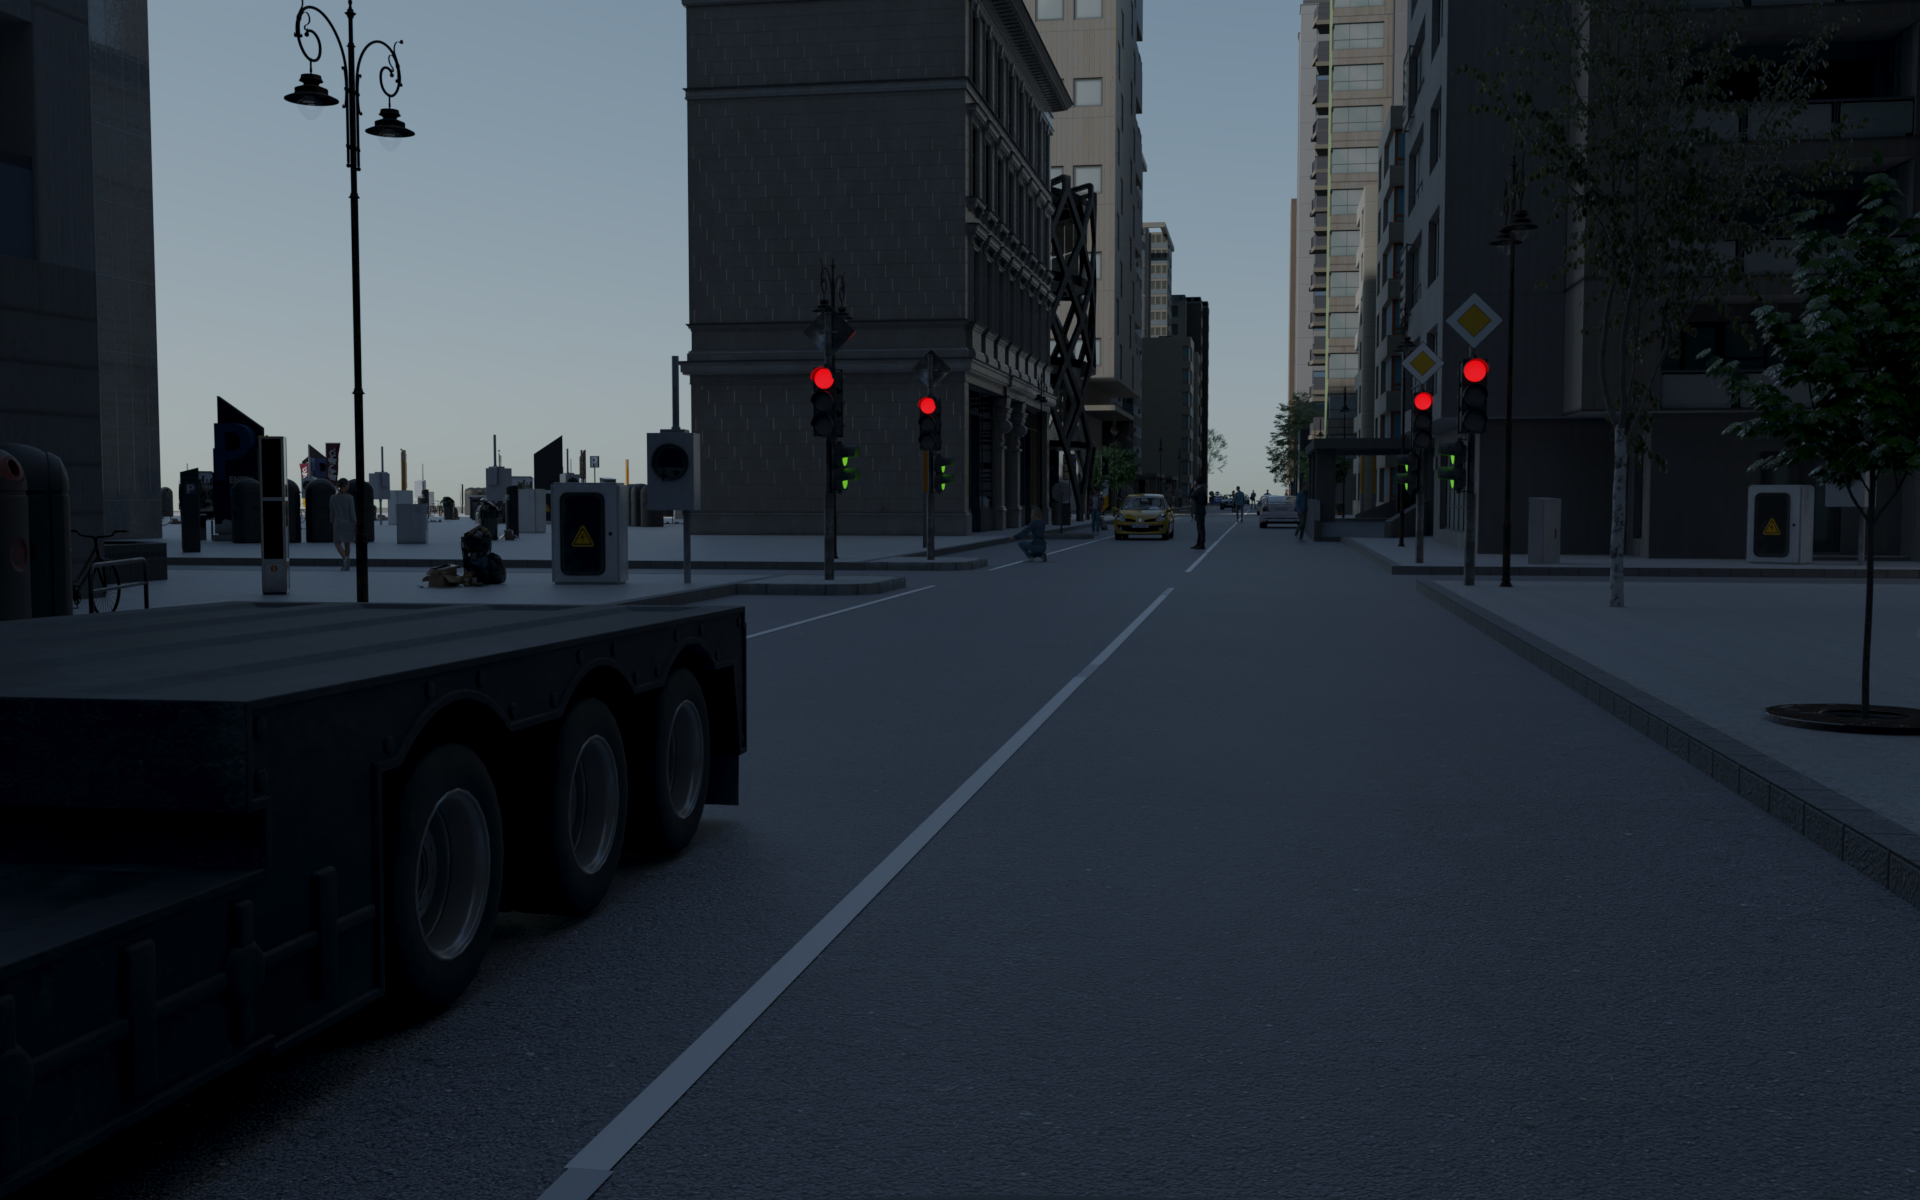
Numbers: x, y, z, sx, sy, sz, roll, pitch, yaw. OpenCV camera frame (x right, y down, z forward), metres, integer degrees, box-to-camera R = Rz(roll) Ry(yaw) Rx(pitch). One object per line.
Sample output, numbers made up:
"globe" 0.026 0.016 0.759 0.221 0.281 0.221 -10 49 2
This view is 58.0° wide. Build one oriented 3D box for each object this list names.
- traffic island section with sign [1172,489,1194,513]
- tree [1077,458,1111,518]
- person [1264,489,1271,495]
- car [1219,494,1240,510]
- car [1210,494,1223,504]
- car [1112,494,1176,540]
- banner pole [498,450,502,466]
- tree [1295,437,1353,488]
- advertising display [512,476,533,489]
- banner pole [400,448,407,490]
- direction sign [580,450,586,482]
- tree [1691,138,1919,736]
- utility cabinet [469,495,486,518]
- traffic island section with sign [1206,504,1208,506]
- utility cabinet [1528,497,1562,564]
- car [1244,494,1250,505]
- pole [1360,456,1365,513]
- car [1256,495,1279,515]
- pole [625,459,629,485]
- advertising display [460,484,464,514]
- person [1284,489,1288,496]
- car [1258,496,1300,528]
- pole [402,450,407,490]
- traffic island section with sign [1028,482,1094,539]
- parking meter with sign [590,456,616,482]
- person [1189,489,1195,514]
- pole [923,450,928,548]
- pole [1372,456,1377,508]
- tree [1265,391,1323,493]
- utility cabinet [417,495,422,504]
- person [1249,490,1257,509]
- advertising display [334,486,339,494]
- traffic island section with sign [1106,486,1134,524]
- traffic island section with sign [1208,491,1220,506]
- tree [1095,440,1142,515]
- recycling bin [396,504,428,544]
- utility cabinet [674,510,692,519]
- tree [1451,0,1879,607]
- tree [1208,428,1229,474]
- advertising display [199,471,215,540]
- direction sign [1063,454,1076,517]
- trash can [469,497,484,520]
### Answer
"traffic island section with sign" 16.693 -7.539 131.885 1.989 1.847 2.006 1 4 10
"tree" 7.260 -5.995 92.613 1.663 3.219 1.824 0 3 0
"person" 25.079 -8.112 141.217 1.350 1.814 0.705 2 4 24
"car" 24.828 -9.135 159.146 2.009 1.686 4.222 1 4 12
"car" 34.045 -13.434 229.236 1.945 1.707 3.694 1 4 12
"car" 5.889 -2.750 55.184 2.015 1.641 3.980 1 4 10
"banner pole" -25.998 -6.603 97.976 0.401 3.779 0.863 0 4 -3
"tree" 20.887 -7.076 99.404 4.285 4.588 4.351 0 3 0
"advertising display" -15.723 -3.474 62.011 0.123 1.923 0.974 3 5 40
"banner pole" -30.412 -6.403 94.703 0.401 3.779 0.863 -3 5 -44
"direction sign" -19.394 -5.942 89.153 0.379 3.537 0.876 0 4 2
"tree" 4.931 -0.918 9.607 1.663 3.219 1.824 0 3 0
"utility cabinet" -26.114 -5.061 93.907 1.020 1.237 0.306 1 4 23
"traffic island section with sign" 21.371 -9.162 158.433 1.989 1.847 2.006 1 4 10
"utility cabinet" 10.811 -1.275 32.001 0.306 1.237 1.020 3 4 36
"car" 36.131 -12.930 221.184 2.009 1.686 4.222 1 4 11
"pole" 21.489 -6.033 92.482 0.158 3.312 0.155 0 3 0
"car" 21.435 -6.546 119.381 2.083 1.381 4.827 1 4 12
"pole" -19.459 -6.573 101.315 0.158 3.312 0.155 0 3 0
"advertising display" -32.291 -6.546 112.246 0.123 1.923 0.974 -1 4 -22
"person" 23.899 -7.216 126.619 0.705 1.807 1.348 1 4 22
"car" 13.803 -3.781 74.188 2.083 1.381 4.827 1 4 11
"pole" -25.645 -5.267 79.951 0.158 3.312 0.155 0 3 0
"traffic island section with sign" 3.283 -2.881 55.729 1.989 1.847 2.006 1 4 10
"parking meter with sign" -16.148 -5.097 79.591 0.543 3.016 1.738 3 4 36
"person" 16.682 -7.019 123.397 0.705 1.807 1.348 2 4 29
"pole" -0.788 -2.903 41.308 0.158 3.312 0.155 0 3 0
"pole" 18.725 -5.165 78.290 0.158 3.312 0.155 0 3 0
"tree" 37.681 -16.697 191.126 7.486 12.596 7.792 0 3 0
"utility cabinet" -32.032 -5.605 102.808 0.306 1.237 1.020 -1 4 -12
"person" 28.522 -9.802 168.629 0.709 1.838 0.599 -1 4 -11
"advertising display" -29.034 -4.597 80.371 0.123 1.923 0.974 0 4 -2
"traffic island section with sign" 8.012 -4.523 82.571 1.989 1.847 2.006 1 4 10
"traffic island section with sign" 31.100 -12.540 213.653 1.989 1.847 2.006 1 4 10
"tree" 9.421 -7.435 105.276 4.285 4.588 4.351 0 3 0
"recycling bin" -14.195 -1.978 44.899 0.722 1.027 0.722 -1 4 -11
"utility cabinet" -13.871 -4.826 87.587 1.173 1.500 0.318 -1 4 -21
"tree" 7.710 -4.224 19.425 4.360 8.622 3.978 0 3 0
"tree" 37.015 -20.654 263.447 9.928 11.665 9.643 0 3 0
"advertising display" -21.075 -2.616 47.978 0.123 1.923 0.974 2 4 24
"direction sign" 6.173 -6.461 97.638 0.876 3.537 0.379 2 4 35
"trash can" -23.684 -4.475 84.823 0.748 1.137 0.748 0 3 0
